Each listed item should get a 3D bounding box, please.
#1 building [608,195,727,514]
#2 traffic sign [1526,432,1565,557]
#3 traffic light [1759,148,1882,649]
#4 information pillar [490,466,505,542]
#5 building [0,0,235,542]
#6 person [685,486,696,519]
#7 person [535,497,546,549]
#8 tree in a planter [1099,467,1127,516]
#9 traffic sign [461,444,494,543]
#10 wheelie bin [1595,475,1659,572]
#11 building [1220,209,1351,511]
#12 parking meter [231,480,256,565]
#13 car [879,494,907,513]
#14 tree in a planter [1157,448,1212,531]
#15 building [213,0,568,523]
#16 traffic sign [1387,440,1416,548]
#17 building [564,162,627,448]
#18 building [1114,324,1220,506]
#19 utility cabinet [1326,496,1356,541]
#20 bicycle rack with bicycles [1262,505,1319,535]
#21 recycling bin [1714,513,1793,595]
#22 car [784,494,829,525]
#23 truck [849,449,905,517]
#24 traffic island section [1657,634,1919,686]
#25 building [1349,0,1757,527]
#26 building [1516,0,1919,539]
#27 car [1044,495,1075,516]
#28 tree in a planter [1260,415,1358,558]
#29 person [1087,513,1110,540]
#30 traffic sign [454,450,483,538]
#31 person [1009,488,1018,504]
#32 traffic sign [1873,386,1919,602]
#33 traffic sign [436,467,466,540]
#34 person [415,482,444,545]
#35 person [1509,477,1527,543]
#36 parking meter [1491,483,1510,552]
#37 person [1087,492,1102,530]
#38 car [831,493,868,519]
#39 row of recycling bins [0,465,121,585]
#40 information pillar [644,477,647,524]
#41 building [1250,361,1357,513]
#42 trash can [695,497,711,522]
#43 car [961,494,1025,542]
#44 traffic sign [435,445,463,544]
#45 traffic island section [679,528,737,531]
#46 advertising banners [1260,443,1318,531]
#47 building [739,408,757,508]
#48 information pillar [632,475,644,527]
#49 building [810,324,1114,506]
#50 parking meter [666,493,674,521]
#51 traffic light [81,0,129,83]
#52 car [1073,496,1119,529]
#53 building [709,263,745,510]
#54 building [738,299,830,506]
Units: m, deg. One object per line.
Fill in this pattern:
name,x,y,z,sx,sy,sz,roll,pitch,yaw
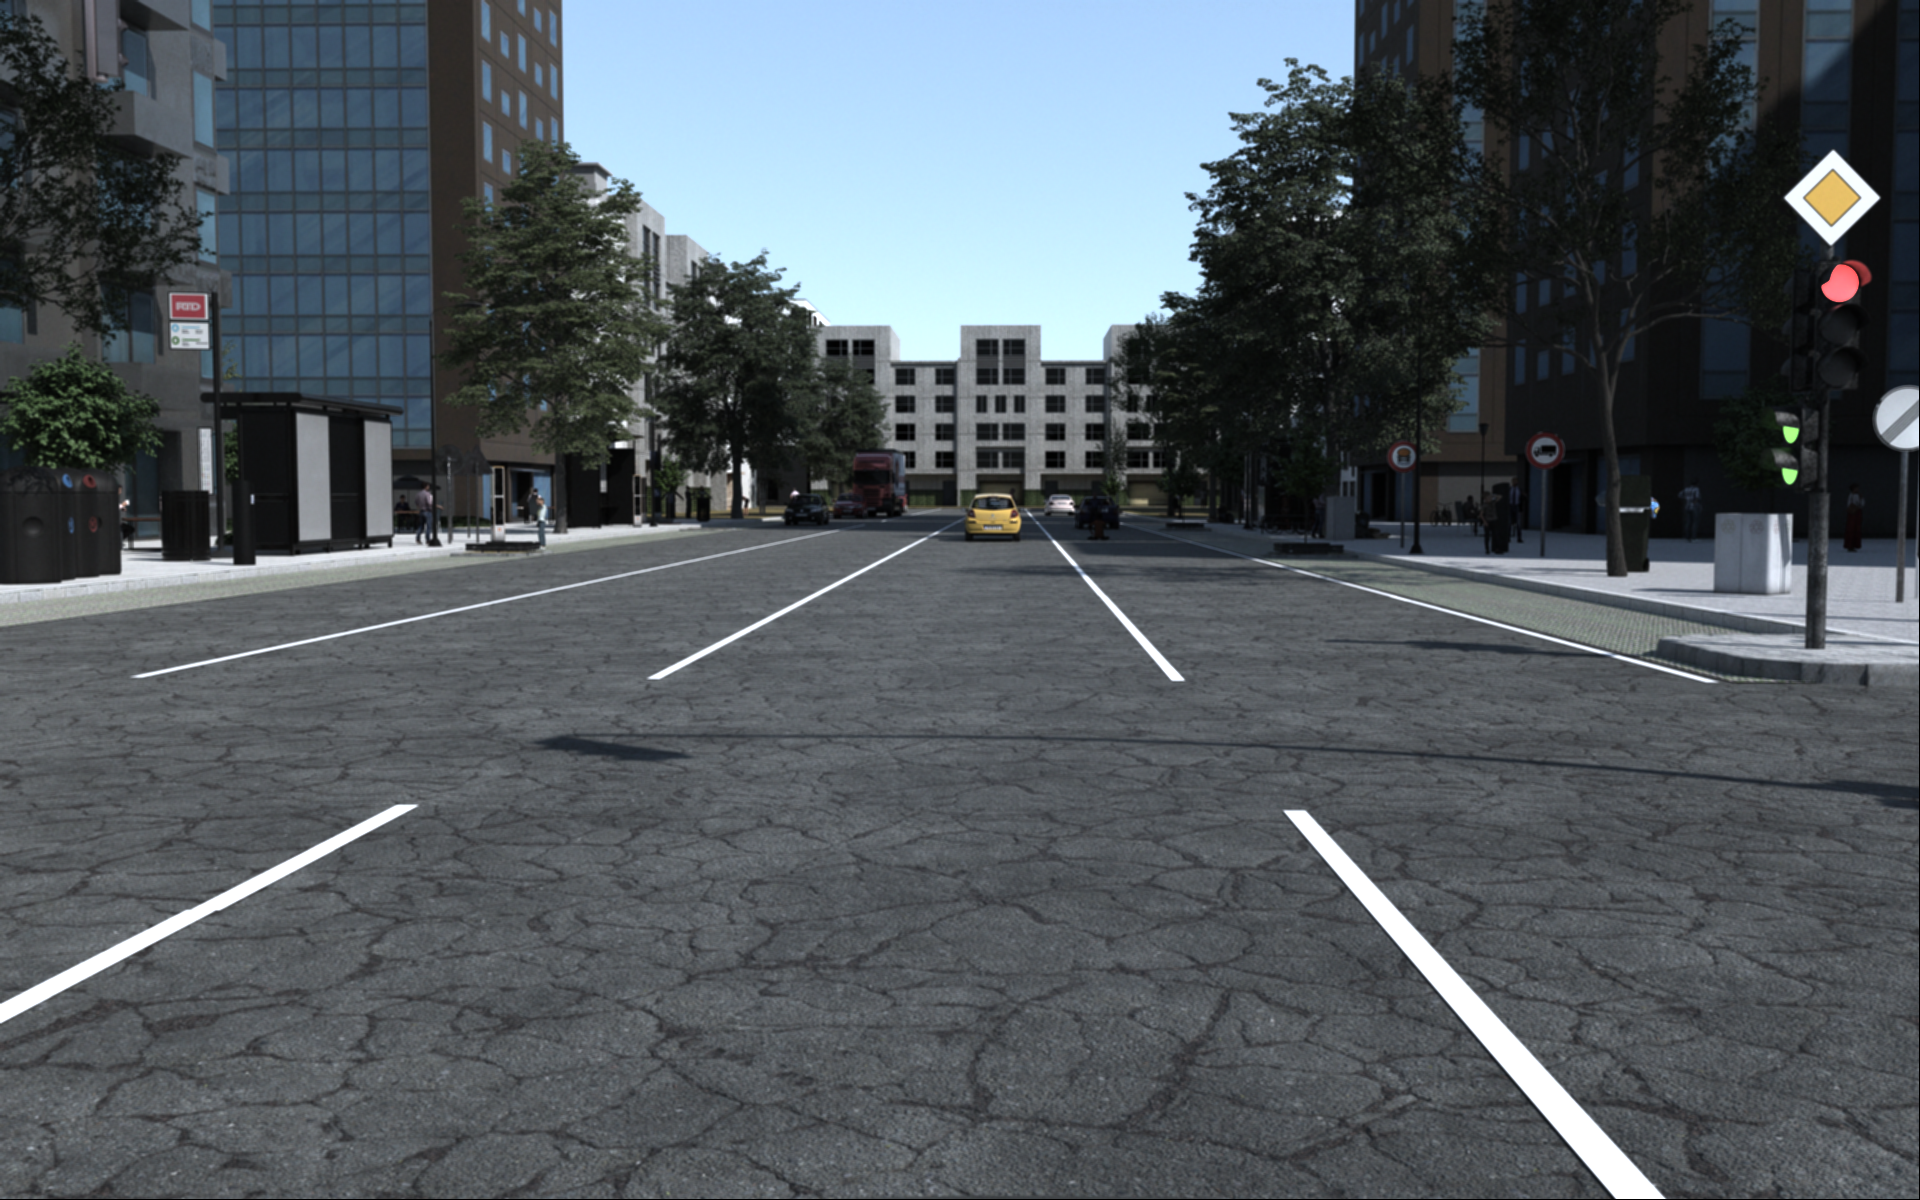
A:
building,-26.956,-15.422,118.604,16.747,18.905,31.486,0,4,2
traffic sign,11.964,-2.165,35.498,0.768,2.556,0.104,0,4,8
traffic light,7.080,-1.550,14.265,0.839,4.253,0.868,0,4,2
information pillar,-12.350,-2.553,46.237,0.304,2.012,0.304,-2,4,-33
building,-32.518,-25.667,39.262,23.786,49.044,30.456,0,4,2
person,-14.041,-5.110,90.392,0.742,1.727,0.445,1,4,22
person,-10.830,-1.974,44.687,0.340,1.345,0.435,-2,4,-32
tree in a planter,10.163,-7.270,116.087,1.991,3.239,1.994,0,4,2
traffic sign,-12.622,-2.768,45.267,0.884,2.594,0.081,0,4,5
wheelie bin,11.023,-1.270,28.666,0.980,1.594,0.693,1,4,16
building,34.848,-18.126,140.327,27.936,21.610,32.646,0,4,2
parking meter,-12.962,-1.402,31.336,0.372,1.533,0.369,0,3,0
car,-5.124,-7.559,132.255,2.281,1.827,5.304,0,4,1
tree in a planter,8.708,-4.289,67.343,1.991,3.239,1.994,0,4,2
building,-26.512,-26.151,77.688,14.600,45.320,14.200,0,4,2
traffic sign,10.559,-2.518,41.272,0.768,2.556,0.104,1,4,9
building,-27.195,-14.723,97.135,16.016,20.091,11.380,0,4,2
building,31.746,-19.702,188.582,31.486,18.905,16.747,0,4,2
utility cabinet,10.530,-2.247,47.904,1.020,1.237,0.306,-3,5,-44
bicycle rack with bicycles,10.908,-2.587,55.681,2.852,0.926,2.925,-3,5,-44
recycling bin,10.240,-0.600,22.363,0.722,1.027,0.722,-3,5,-43
car,-7.117,-4.332,80.612,2.009,1.686,4.222,0,4,2
truck,-5.140,-7.404,109.973,2.839,4.237,11.283,0,4,3
traffic island section,7.120,0.483,14.378,2.009,0.180,2.903,0,4,2
building,26.830,-26.367,81.209,14.600,45.320,14.200,0,4,2
building,26.639,-24.762,54.972,14.600,45.320,14.200,0,4,2
car,6.623,-6.286,115.137,2.083,1.381,4.827,0,3,0
tree in a planter,7.860,-2.571,39.261,1.991,3.239,1.994,0,4,2
person,4.356,-2.298,54.366,0.859,0.850,0.655,1,4,12
traffic sign,-14.386,-3.099,50.671,0.884,2.594,0.081,0,4,5
person,1.948,-3.306,64.020,0.415,1.643,0.593,-1,4,-22
traffic sign,11.146,-1.245,20.466,0.768,2.556,0.104,0,4,6
traffic sign,-14.117,-2.936,48.014,0.884,2.594,0.081,1,4,8
person,-13.531,-2.195,43.898,0.963,1.587,0.435,2,4,28
person,14.612,-2.373,45.668,0.655,1.722,0.431,2,4,27
parking meter,11.934,-1.825,38.248,0.372,1.533,0.369,0,3,0
person,5.234,-3.498,68.391,0.574,1.496,0.600,3,5,44
car,-6.435,-5.669,101.729,2.155,1.783,4.494,0,4,1
row of recycling bins,-13.663,-1.168,26.209,1.069,1.692,3.534,-1,4,-9
information pillar,-13.849,-4.341,75.463,0.304,2.012,0.304,1,4,9
building,24.854,-10.306,110.650,9.099,9.664,28.070,0,4,2
trash can,-11.916,-4.204,80.383,0.748,1.137,0.748,0,3,0
car,1.021,-2.659,53.693,2.015,1.641,3.980,0,4,1
traffic sign,-13.161,-2.721,44.601,0.768,2.556,0.104,0,4,5
traffic island section,-9.796,-2.740,67.669,1.991,0.108,1.994,0,4,2
advertising banners,11.628,-4.016,61.854,2.074,3.025,0.090,0,4,3
building,-32.706,-13.014,154.932,28.070,9.664,9.099,0,4,2
information pillar,-12.482,-3.818,66.920,0.304,2.012,0.304,-1,4,-20
building,0.280,-19.771,189.708,31.486,18.905,16.747,0,4,2
parking meter,-14.024,-4.602,83.655,0.372,1.533,0.369,0,3,0
traffic light,-9.560,-2.453,14.779,4.771,5.953,1.251,0,4,2
car,5.696,-3.647,72.205,1.945,1.354,3.894,0,4,1
building,-25.991,-17.341,139.940,16.016,20.091,11.380,0,4,2
building,-31.979,-21.512,195.703,32.646,21.610,27.936,0,4,2
